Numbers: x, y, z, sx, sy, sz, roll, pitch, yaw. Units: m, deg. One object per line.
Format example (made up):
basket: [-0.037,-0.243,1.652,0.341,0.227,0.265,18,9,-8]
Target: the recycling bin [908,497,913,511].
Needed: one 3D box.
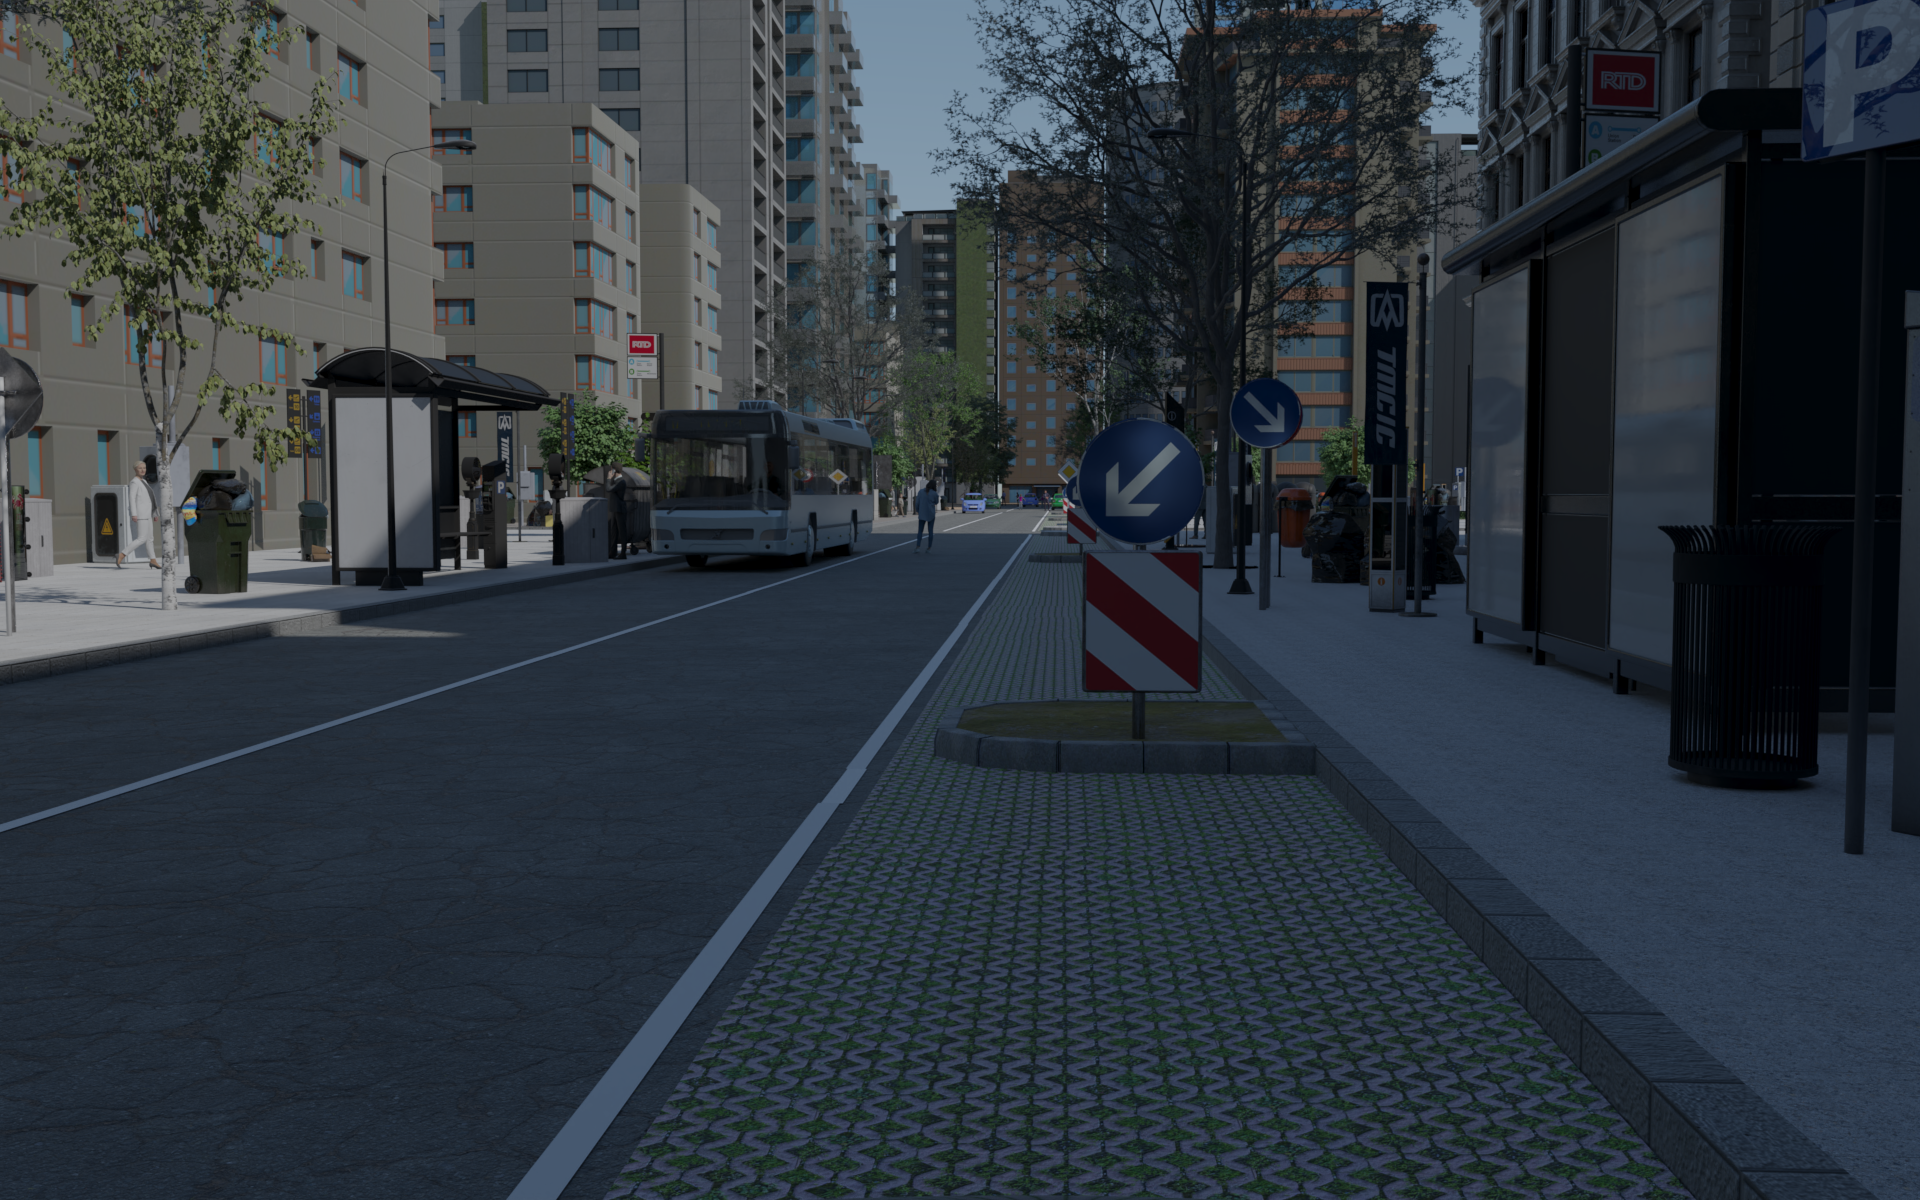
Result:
recycling bin: [-3.693,-7.075,128.232,0.722,1.027,0.722,0,4,1]

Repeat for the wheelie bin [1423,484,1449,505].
wheelie bin: [15.420,-2.948,56.112,0.693,1.594,0.980,3,4,37]

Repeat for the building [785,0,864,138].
building: [-20.780,-33.006,159.260,23.786,49.044,30.456,0,4,3]

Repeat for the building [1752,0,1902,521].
building: [18.400,-13.395,16.270,12.463,27.353,25.104,0,4,3]

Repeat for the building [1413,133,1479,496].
building: [57.428,-31.529,199.098,14.086,41.232,14.154,0,4,3]

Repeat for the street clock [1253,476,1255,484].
street clock: [11.889,-4.031,70.469,0.358,2.002,0.471,1,4,10]

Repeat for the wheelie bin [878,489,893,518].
wheelie bin: [-4.085,-5.273,94.119,0.693,1.594,0.980,1,4,18]

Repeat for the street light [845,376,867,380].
street light: [-4.349,-5.857,68.303,1.470,5.913,1.316,0,4,3]

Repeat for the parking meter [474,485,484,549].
parking meter: [-11.126,-1.959,40.443,0.372,1.533,0.369,0,3,0]

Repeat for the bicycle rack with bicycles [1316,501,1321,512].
bicycle rack with bicycles: [28.240,-7.737,139.888,2.852,0.926,2.925,0,4,-4]

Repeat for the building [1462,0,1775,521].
building: [18.917,-12.872,39.333,11.050,23.489,19.941,0,4,3]

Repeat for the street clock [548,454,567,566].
street clock: [-7.225,-1.623,31.108,0.358,2.002,0.471,0,4,-1]

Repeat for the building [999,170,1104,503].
building: [12.777,-36.197,241.931,14.200,45.320,14.600,0,4,3]

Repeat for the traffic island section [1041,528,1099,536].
traffic island section: [3.789,-2.285,59.644,2.009,0.180,2.903,0,4,3]

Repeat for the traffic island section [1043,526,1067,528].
traffic island section: [4.255,-2.773,67.616,2.009,0.180,2.903,0,4,3]

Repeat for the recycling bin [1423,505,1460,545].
recycling bin: [10.764,-1.616,38.982,0.722,1.027,0.722,3,5,41]

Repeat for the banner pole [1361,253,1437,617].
banner pole: [4.586,-1.715,18.056,0.863,3.779,0.401,-1,4,-10]

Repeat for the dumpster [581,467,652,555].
dumpster: [-7.290,-1.908,36.951,1.264,1.857,1.865,0,4,3]

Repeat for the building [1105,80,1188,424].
building: [34.767,-42.905,243.492,28.212,58.520,21.231,0,4,3]

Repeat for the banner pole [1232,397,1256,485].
banner pole: [7.207,-3.331,44.486,0.863,3.779,0.401,-3,4,-37]

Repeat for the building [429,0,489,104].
building: [-49.754,-40.329,201.376,28.212,58.520,21.231,0,4,3]

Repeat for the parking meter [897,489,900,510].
parking meter: [-5.096,-8.447,143.822,0.255,1.863,0.399,-1,4,-11]

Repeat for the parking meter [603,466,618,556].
parking meter: [-7.211,-1.837,35.743,0.255,1.863,0.399,0,4,-8]

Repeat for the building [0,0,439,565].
building: [-30.379,-11.784,37.716,28.899,21.520,27.650,0,4,3]

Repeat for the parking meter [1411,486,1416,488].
parking meter: [35.720,-8.019,136.814,0.255,1.863,0.399,1,4,11]

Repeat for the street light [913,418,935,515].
street light: [-2.202,-8.124,105.376,1.470,5.913,1.316,0,4,3]

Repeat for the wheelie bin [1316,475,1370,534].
wheelie bin: [6.500,-1.298,29.124,0.980,1.594,0.693,-3,5,-43]

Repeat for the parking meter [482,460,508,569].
parking meter: [-7.999,-1.472,29.774,0.255,1.863,0.399,1,4,22]

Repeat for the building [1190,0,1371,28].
building: [34.045,-53.707,190.780,22.319,86.520,31.000,0,4,3]

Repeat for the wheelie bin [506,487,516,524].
wheelie bin: [-19.602,-4.090,74.772,0.980,1.594,0.693,3,5,43]

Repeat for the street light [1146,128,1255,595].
street light: [3.068,-3.032,22.122,1.470,5.913,1.316,0,4,3]

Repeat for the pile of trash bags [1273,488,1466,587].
pile of trash bags: [5.824,-0.970,25.611,1.912,1.369,3.447,-2,4,-29]

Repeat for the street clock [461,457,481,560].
street clock: [-9.531,-1.789,33.823,0.358,2.002,0.471,0,4,6]

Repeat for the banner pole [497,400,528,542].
banner pole: [-11.968,-3.434,46.168,0.863,3.779,0.401,1,4,15]

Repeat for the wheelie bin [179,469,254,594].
wheelie bin: [-9.579,-0.889,22.440,0.693,1.594,0.980,1,4,18]

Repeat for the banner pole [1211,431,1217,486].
banner pole: [10.133,-4.823,68.871,0.401,3.779,0.863,3,4,37]

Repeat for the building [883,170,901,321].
building: [-23.665,-38.465,248.515,30.456,49.044,23.786,0,4,3]

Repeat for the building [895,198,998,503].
building: [-1.759,-34.146,241.873,14.086,41.232,14.154,0,4,3]

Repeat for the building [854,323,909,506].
building: [-21.405,-21.596,198.139,28.899,21.520,27.650,0,4,3]

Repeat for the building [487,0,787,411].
building: [-21.589,-42.186,127.999,20.563,71.187,20.611,0,4,3]

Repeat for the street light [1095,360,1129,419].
street light: [5.214,-5.315,59.434,1.470,5.913,1.316,0,4,3]

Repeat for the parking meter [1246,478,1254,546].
parking meter: [7.077,-2.285,43.068,0.399,1.863,0.255,-2,4,-28]

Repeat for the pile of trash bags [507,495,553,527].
pile of trash bags: [-16.781,-3.604,68.673,3.447,1.369,1.912,-1,4,-13]

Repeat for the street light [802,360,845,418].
street light: [-4.888,-5.347,59.969,1.470,5.913,1.316,0,4,3]

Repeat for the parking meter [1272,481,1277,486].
parking meter: [14.305,-4.482,78.990,0.255,1.863,0.399,0,4,6]

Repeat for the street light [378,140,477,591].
street light: [-7.031,-3.080,22.896,1.470,5.913,1.316,0,4,3]

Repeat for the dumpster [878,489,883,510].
dumpster: [-5.072,-6.085,101.979,1.502,2.255,1.985,0,4,3]

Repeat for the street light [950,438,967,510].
street light: [-0.065,-10.392,142.449,1.470,5.913,1.316,0,4,3]

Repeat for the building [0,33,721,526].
building: [-29.207,-15.108,92.050,27.650,21.520,28.899,0,4,3]

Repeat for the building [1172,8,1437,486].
building: [31.362,-31.049,162.282,22.147,44.769,28.867,0,4,3]
